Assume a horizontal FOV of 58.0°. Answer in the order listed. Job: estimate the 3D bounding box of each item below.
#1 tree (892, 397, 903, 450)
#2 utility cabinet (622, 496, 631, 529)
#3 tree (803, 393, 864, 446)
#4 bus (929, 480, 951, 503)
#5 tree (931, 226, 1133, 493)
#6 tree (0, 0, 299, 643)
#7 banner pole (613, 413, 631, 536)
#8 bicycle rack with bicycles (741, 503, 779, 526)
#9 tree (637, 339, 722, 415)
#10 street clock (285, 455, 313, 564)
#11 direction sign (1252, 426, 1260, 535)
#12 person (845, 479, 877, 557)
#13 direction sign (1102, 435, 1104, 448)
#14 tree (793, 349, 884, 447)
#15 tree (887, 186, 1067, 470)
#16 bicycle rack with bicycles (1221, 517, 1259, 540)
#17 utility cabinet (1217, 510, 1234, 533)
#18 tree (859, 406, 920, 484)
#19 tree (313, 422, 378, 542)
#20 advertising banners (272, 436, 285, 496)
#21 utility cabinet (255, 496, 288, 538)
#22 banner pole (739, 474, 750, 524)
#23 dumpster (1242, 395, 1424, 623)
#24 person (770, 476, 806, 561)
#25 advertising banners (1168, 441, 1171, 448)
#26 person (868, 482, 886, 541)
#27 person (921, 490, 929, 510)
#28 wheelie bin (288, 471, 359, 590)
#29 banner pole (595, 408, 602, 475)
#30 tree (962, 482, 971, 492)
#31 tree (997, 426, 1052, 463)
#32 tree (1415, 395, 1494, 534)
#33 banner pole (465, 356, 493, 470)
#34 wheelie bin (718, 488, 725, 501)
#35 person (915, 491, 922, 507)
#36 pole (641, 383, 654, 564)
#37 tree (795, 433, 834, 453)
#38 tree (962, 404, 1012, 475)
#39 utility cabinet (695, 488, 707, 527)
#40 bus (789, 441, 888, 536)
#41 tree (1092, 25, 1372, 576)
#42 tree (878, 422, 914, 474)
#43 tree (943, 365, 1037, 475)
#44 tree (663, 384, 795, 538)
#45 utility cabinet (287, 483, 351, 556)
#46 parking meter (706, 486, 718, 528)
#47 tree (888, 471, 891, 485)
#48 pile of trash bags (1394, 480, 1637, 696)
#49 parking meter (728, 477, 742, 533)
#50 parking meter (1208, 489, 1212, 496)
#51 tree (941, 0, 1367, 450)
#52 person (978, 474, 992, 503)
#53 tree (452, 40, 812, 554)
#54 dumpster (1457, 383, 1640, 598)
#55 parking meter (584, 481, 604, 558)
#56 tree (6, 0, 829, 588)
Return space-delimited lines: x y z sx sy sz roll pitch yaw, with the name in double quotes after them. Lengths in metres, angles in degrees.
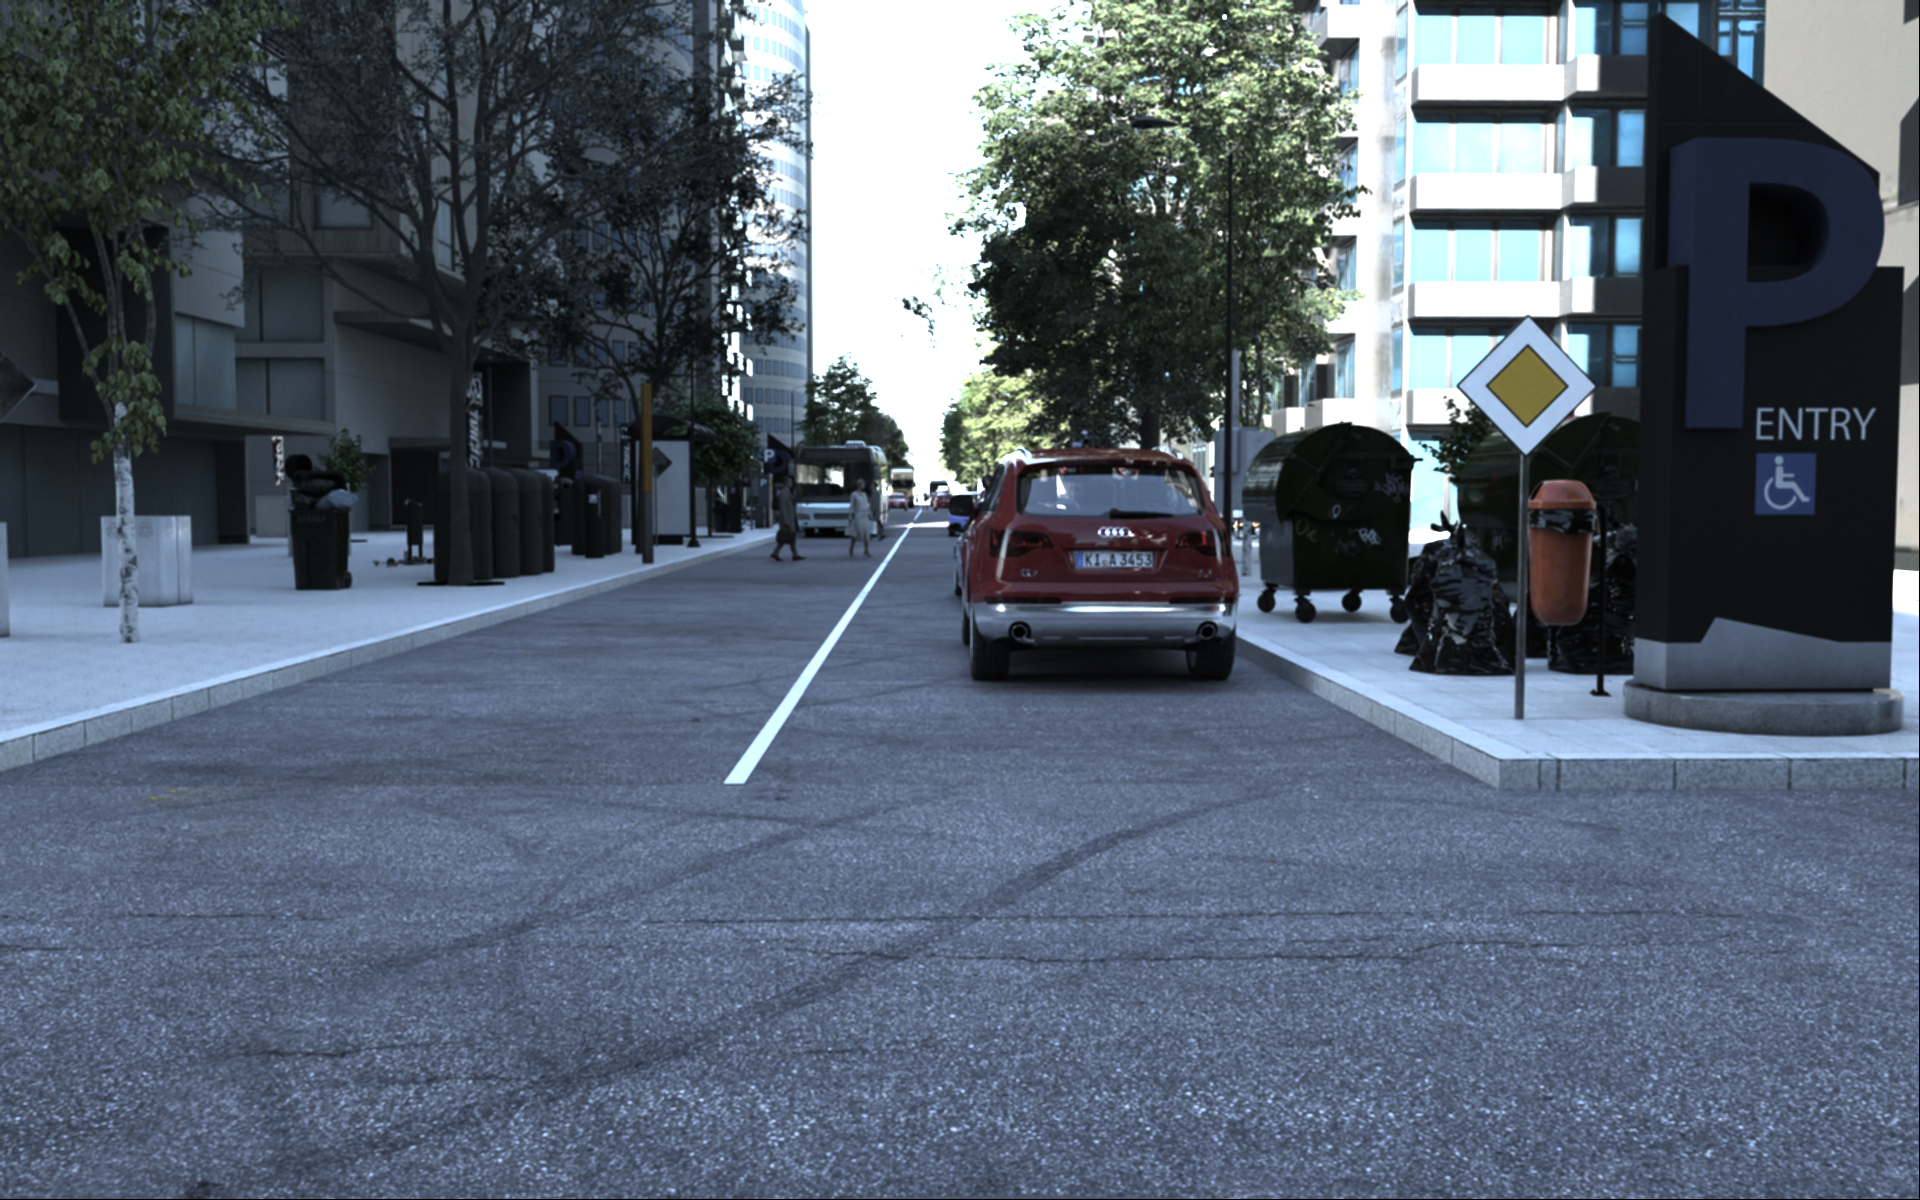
-9.695 -15.208 159.014 12.009 13.543 11.850 0 3 0 "tree"
-12.179 -3.260 64.469 0.306 1.237 1.020 2 4 24 "utility cabinet"
-8.866 -10.658 124.614 4.737 8.622 4.395 0 3 0 "tree"
-2.705 -14.212 227.218 2.948 3.499 13.247 0 4 0 "bus"
3.723 -9.256 69.469 7.486 12.596 7.792 0 3 0 "tree"
-7.325 -3.924 14.521 4.737 8.622 4.395 0 3 0 "tree"
-10.434 -3.886 53.558 0.863 3.779 0.401 -3 5 -39 "banner pole"
-8.306 -3.521 70.948 2.925 0.926 2.852 -2 4 -28 "bicycle rack with bicycles"
-12.909 -7.843 78.599 4.360 8.622 3.978 0 3 0 "tree"
-12.120 -1.665 31.789 0.358 2.002 0.471 1 4 22 "street clock"
9.094 -3.791 53.972 0.379 3.537 0.876 -1 4 -22 "direction sign"
-2.281 -1.887 39.703 0.694 1.780 0.624 -2 4 -29 "person"
4.084 -3.518 49.523 0.379 3.537 0.876 0 4 4 "direction sign"
-9.380 -13.287 135.375 7.486 12.596 7.792 0 3 0 "tree"
1.370 -15.473 108.875 12.611 20.169 13.585 0 3 0 "tree"
8.479 -2.189 49.173 2.925 0.926 2.852 1 4 21 "bicycle rack with bicycles"
8.637 -2.776 56.549 0.306 1.237 1.020 2 4 30 "utility cabinet"
-10.665 -18.763 223.789 9.611 12.733 9.660 0 3 0 "tree"
-16.368 -3.174 46.502 1.663 3.219 1.824 0 3 0 "tree"
-19.921 -3.410 51.935 2.074 3.025 0.090 2 4 31 "advertising banners"
-20.143 -2.428 50.860 1.020 1.237 0.306 1 4 13 "utility cabinet"
-9.385 -5.197 74.995 0.863 3.779 0.401 2 4 24 "banner pole"
3.832 -0.944 17.932 1.502 2.255 1.985 0 4 -1 "dumpster"
-3.685 -1.748 37.184 0.767 1.812 0.694 0 4 0 "person"
5.642 -3.101 46.888 0.090 3.025 2.074 0 4 6 "advertising banners"
-2.661 -2.744 53.462 0.767 1.812 0.694 0 4 -4 "person"
-3.120 -8.986 155.293 0.709 1.838 0.599 0 4 -3 "person"
-8.584 -0.942 23.308 0.980 1.594 0.693 0 4 -1 "wheelie bin"
-10.431 -3.674 50.081 0.401 3.779 0.863 -1 4 -22 "banner pole"
1.008 -12.779 203.544 1.663 3.219 1.824 0 3 0 "tree"
3.397 -5.824 78.931 4.285 4.588 4.351 0 3 0 "tree"
8.667 -2.104 29.003 1.663 3.219 1.824 0 3 0 "tree"
-8.654 -2.525 31.303 0.401 3.779 0.863 2 4 30 "banner pole"
-11.602 -4.560 82.468 0.693 1.594 0.980 0 4 7 "wheelie bin"
-4.639 -10.815 186.107 1.217 1.735 0.721 -2 4 -29 "person"
-5.774 -2.330 31.939 0.158 3.312 0.155 0 3 0 "pole"
-7.876 -6.682 92.956 4.285 4.588 4.351 0 3 0 "tree"
2.226 -10.742 125.989 4.360 8.622 3.978 0 3 0 "tree"
-10.035 -3.605 67.616 0.318 1.500 1.173 3 5 40 "utility cabinet"
-4.083 -4.088 61.692 2.948 3.499 13.247 0 4 0 "bus"
4.250 -4.679 26.865 4.737 8.622 4.395 0 3 0 "tree"
-9.422 -16.819 209.396 8.767 10.594 7.601 2 4 24 "tree"
2.170 -12.854 135.913 9.928 11.665 9.643 0 3 0 "tree"
-7.511 -4.133 51.287 4.285 4.588 4.351 0 3 0 "tree"
-13.143 -1.641 35.515 1.173 1.500 0.318 0 4 -2 "utility cabinet"
-9.252 -3.601 64.586 0.399 1.863 0.255 -2 4 -28 "parking meter"
-8.813 -12.545 188.828 4.285 4.588 4.351 0 3 0 "tree"
4.164 -0.166 12.468 1.912 1.369 3.447 1 4 12 "pile of trash bags"
-7.379 -3.128 56.860 0.399 1.863 0.255 1 4 20 "parking meter"
10.959 -4.177 76.707 0.372 1.533 0.369 0 3 0 "parking meter"
4.256 -8.065 38.519 9.857 13.997 8.962 0 3 0 "tree"
0.541 -1.581 34.353 0.555 1.821 0.388 0 4 8 "person"
-6.928 -6.251 36.616 8.767 10.594 7.601 1 4 8 "tree"
5.586 -0.819 15.878 1.502 2.255 1.985 0 4 -1 "dumpster"
-7.338 -1.610 34.734 0.372 1.533 0.369 0 3 0 "parking meter"
-7.062 -6.956 24.107 12.009 13.543 11.850 0 3 0 "tree"
